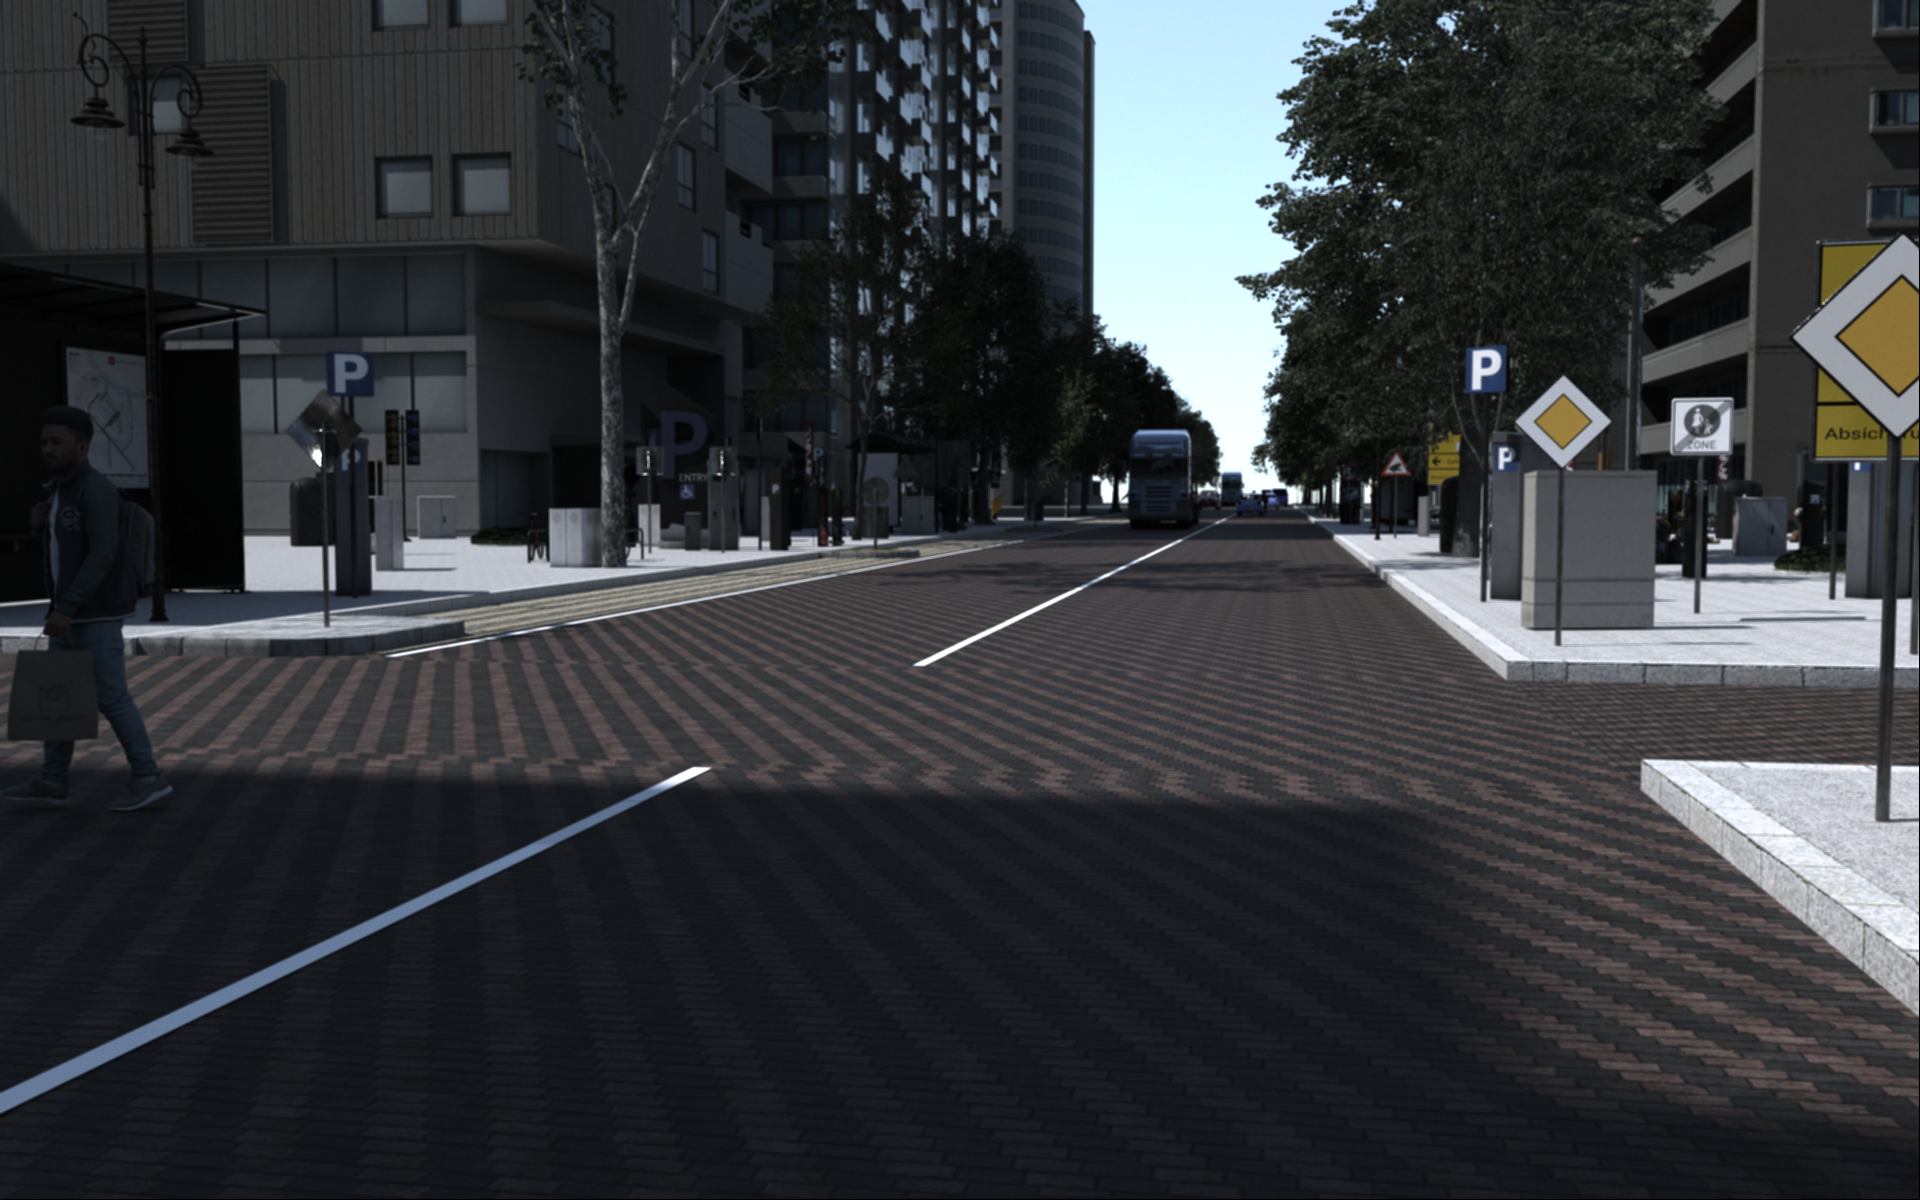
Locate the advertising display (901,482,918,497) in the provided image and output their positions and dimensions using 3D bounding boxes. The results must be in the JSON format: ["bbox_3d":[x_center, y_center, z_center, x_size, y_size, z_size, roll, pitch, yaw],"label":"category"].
[{"bbox_3d":[-2.700,-5.298,91.829,0.974,1.923,0.123,-1,4,-18],"label":"advertising display"}]

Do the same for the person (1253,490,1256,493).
[{"bbox_3d":[22.232,-7.433,130.963,0.436,1.711,0.756,-1,4,-12],"label":"person"}]

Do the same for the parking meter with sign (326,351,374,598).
[{"bbox_3d":[-7.720,-1.576,22.030,0.543,3.016,1.738,-1,4,-19],"label":"parking meter with sign"}]

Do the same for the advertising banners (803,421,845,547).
[{"bbox_3d":[-3.339,-2.822,42.321,0.090,3.025,2.074,2,4,24],"label":"advertising banners"}]

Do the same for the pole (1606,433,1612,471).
[{"bbox_3d":[21.711,-3.923,57.991,0.158,3.312,0.155,0,3,0],"label":"pole"}]

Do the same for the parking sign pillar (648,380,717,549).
[{"bbox_3d":[-6.415,-3.206,40.897,1.447,3.967,1.447,0,4,3],"label":"parking sign pillar"}]

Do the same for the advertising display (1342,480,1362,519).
[{"bbox_3d":[17.508,-4.419,77.466,0.123,1.923,0.974,-3,5,-42],"label":"advertising display"}]

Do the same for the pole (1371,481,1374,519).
[{"bbox_3d":[21.004,-5.765,88.101,0.158,3.312,0.155,0,3,0],"label":"pole"}]

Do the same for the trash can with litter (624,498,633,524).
[{"bbox_3d":[-10.111,-2.393,50.519,1.055,1.170,0.624,-3,5,-44],"label":"trash can with litter"}]

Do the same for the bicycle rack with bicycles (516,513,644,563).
[{"bbox_3d":[-7.277,-1.200,32.999,2.852,0.926,2.925,0,4,2],"label":"bicycle rack with bicycles"}]

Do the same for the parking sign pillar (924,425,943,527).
[{"bbox_3d":[-1.032,-4.809,67.100,1.447,3.967,1.447,1,4,16],"label":"parking sign pillar"}]

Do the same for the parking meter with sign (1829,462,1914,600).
[{"bbox_3d":[11.363,-1.532,21.317,1.738,3.016,0.543,-2,4,-24],"label":"parking meter with sign"}]

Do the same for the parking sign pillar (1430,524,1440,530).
[{"bbox_3d":[17.693,-4.531,62.552,1.447,3.967,1.447,1,4,10],"label":"parking sign pillar"}]

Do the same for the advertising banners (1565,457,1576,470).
[{"bbox_3d":[18.759,-3.599,55.027,0.090,3.025,2.074,-2,4,-30],"label":"advertising banners"}]

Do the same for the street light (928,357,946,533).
[{"bbox_3d":[-0.763,-5.141,56.842,0.468,5.910,1.993,1,4,10],"label":"street light"}]

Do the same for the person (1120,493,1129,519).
[{"bbox_3d":[9.798,-5.546,99.117,1.348,1.831,0.705,0,4,5],"label":"person"}]

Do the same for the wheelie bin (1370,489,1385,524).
[{"bbox_3d":[18.328,-4.135,75.521,0.980,1.594,0.693,3,4,38],"label":"wheelie bin"}]

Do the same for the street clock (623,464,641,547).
[{"bbox_3d":[-7.964,-2.279,41.834,0.471,2.002,0.358,-3,4,-36],"label":"street clock"}]

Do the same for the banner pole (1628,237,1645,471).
[{"bbox_3d":[6.709,-1.662,17.192,0.401,3.779,0.863,2,4,28],"label":"banner pole"}]

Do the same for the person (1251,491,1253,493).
[{"bbox_3d":[31.704,-10.900,187.451,1.217,1.736,0.721,-1,4,-21],"label":"person"}]

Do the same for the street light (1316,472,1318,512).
[{"bbox_3d":[25.357,-9.187,122.991,0.468,5.910,1.993,1,4,10],"label":"street light"}]

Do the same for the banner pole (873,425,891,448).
[{"bbox_3d":[-2.862,-4.433,62.493,0.863,3.779,0.401,-1,4,-19],"label":"banner pole"}]

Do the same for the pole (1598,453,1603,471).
[{"bbox_3d":[31.430,-5.579,85.062,0.158,3.312,0.155,0,3,0],"label":"pole"}]

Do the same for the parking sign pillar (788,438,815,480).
[{"bbox_3d":[-7.513,-5.730,82.159,1.447,3.967,1.447,0,4,-5],"label":"parking sign pillar"}]

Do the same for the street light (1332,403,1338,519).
[{"bbox_3d":[19.069,-7.045,87.979,0.468,5.910,1.993,1,4,10],"label":"street light"}]

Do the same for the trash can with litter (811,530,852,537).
[{"bbox_3d":[-3.706,-2.549,52.733,1.678,1.210,2.233,-1,4,-9],"label":"trash can with litter"}]

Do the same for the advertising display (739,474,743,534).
[{"bbox_3d":[-6.761,-3.064,55.306,0.123,1.923,0.974,-2,4,-34],"label":"advertising display"}]

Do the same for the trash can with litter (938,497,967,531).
[{"bbox_3d":[-0.267,-3.011,60.613,0.624,1.170,1.055,3,5,42],"label":"trash can with litter"}]

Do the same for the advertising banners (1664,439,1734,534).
[{"bbox_3d":[23.543,-3.607,55.161,2.074,3.025,0.090,0,4,5],"label":"advertising banners"}]

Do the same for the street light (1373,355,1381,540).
[{"bbox_3d":[11.718,-4.626,48.429,0.468,5.910,1.993,1,4,10],"label":"street light"}]

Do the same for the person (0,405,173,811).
[{"bbox_3d":[-3.941,0.044,7.761,0.713,1.824,0.794,-2,4,-24],"label":"person"}]

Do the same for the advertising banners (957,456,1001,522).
[{"bbox_3d":[0.900,-5.085,79.323,2.074,3.025,0.090,0,4,-5],"label":"advertising banners"}]

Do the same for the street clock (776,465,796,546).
[{"bbox_3d":[-4.296,-2.334,42.737,0.471,2.002,0.358,-2,4,-32],"label":"street clock"}]

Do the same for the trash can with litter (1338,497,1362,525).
[{"bbox_3d":[16.493,-3.774,73.093,0.624,1.170,1.055,-3,4,-39],"label":"trash can with litter"}]

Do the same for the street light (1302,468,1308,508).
[{"bbox_3d":[32.613,-11.612,162.638,0.468,5.910,1.993,1,4,10],"label":"street light"}]

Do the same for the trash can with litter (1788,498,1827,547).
[{"bbox_3d":[19.845,-1.785,40.572,0.624,1.170,1.055,1,4,22],"label":"trash can with litter"}]

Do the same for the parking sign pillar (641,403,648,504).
[{"bbox_3d":[-8.989,-3.877,51.866,1.447,3.967,1.447,2,4,26],"label":"parking sign pillar"}]

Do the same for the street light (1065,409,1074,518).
[{"bbox_3d":[5.808,-7.322,92.510,0.468,5.910,1.993,1,4,10],"label":"street light"}]

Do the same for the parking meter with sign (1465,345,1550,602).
[{"bbox_3d":[6.860,-1.518,21.084,1.738,3.016,0.543,-3,5,-41],"label":"parking meter with sign"}]

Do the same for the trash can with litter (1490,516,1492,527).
[{"bbox_3d":[7.758,-0.809,24.615,0.624,1.170,1.055,0,4,7],"label":"trash can with litter"}]

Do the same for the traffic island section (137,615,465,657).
[{"bbox_3d":[-6.126,0.341,16.706,2.009,0.180,2.903,1,4,10],"label":"traffic island section"}]

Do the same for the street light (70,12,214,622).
[{"bbox_3d":[-8.076,-2.722,17.285,0.468,5.910,1.993,1,4,10],"label":"street light"}]

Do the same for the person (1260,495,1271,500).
[{"bbox_3d":[27.687,-9.086,157.771,1.217,1.735,0.721,1,4,16],"label":"person"}]

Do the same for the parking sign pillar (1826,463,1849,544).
[{"bbox_3d":[19.823,-3.032,38.041,1.447,3.967,1.447,-3,5,-43],"label":"parking sign pillar"}]

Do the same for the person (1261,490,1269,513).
[{"bbox_3d":[22.905,-7.400,130.042,0.990,1.755,0.434,-3,5,-42],"label":"person"}]

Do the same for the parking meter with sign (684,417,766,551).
[{"bbox_3d":[-5.376,-2.634,39.319,1.738,3.016,0.543,0,4,-2],"label":"parking meter with sign"}]

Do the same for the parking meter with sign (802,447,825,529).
[{"bbox_3d":[-5.605,-4.199,64.917,0.543,3.016,1.738,-2,4,-24],"label":"parking meter with sign"}]
